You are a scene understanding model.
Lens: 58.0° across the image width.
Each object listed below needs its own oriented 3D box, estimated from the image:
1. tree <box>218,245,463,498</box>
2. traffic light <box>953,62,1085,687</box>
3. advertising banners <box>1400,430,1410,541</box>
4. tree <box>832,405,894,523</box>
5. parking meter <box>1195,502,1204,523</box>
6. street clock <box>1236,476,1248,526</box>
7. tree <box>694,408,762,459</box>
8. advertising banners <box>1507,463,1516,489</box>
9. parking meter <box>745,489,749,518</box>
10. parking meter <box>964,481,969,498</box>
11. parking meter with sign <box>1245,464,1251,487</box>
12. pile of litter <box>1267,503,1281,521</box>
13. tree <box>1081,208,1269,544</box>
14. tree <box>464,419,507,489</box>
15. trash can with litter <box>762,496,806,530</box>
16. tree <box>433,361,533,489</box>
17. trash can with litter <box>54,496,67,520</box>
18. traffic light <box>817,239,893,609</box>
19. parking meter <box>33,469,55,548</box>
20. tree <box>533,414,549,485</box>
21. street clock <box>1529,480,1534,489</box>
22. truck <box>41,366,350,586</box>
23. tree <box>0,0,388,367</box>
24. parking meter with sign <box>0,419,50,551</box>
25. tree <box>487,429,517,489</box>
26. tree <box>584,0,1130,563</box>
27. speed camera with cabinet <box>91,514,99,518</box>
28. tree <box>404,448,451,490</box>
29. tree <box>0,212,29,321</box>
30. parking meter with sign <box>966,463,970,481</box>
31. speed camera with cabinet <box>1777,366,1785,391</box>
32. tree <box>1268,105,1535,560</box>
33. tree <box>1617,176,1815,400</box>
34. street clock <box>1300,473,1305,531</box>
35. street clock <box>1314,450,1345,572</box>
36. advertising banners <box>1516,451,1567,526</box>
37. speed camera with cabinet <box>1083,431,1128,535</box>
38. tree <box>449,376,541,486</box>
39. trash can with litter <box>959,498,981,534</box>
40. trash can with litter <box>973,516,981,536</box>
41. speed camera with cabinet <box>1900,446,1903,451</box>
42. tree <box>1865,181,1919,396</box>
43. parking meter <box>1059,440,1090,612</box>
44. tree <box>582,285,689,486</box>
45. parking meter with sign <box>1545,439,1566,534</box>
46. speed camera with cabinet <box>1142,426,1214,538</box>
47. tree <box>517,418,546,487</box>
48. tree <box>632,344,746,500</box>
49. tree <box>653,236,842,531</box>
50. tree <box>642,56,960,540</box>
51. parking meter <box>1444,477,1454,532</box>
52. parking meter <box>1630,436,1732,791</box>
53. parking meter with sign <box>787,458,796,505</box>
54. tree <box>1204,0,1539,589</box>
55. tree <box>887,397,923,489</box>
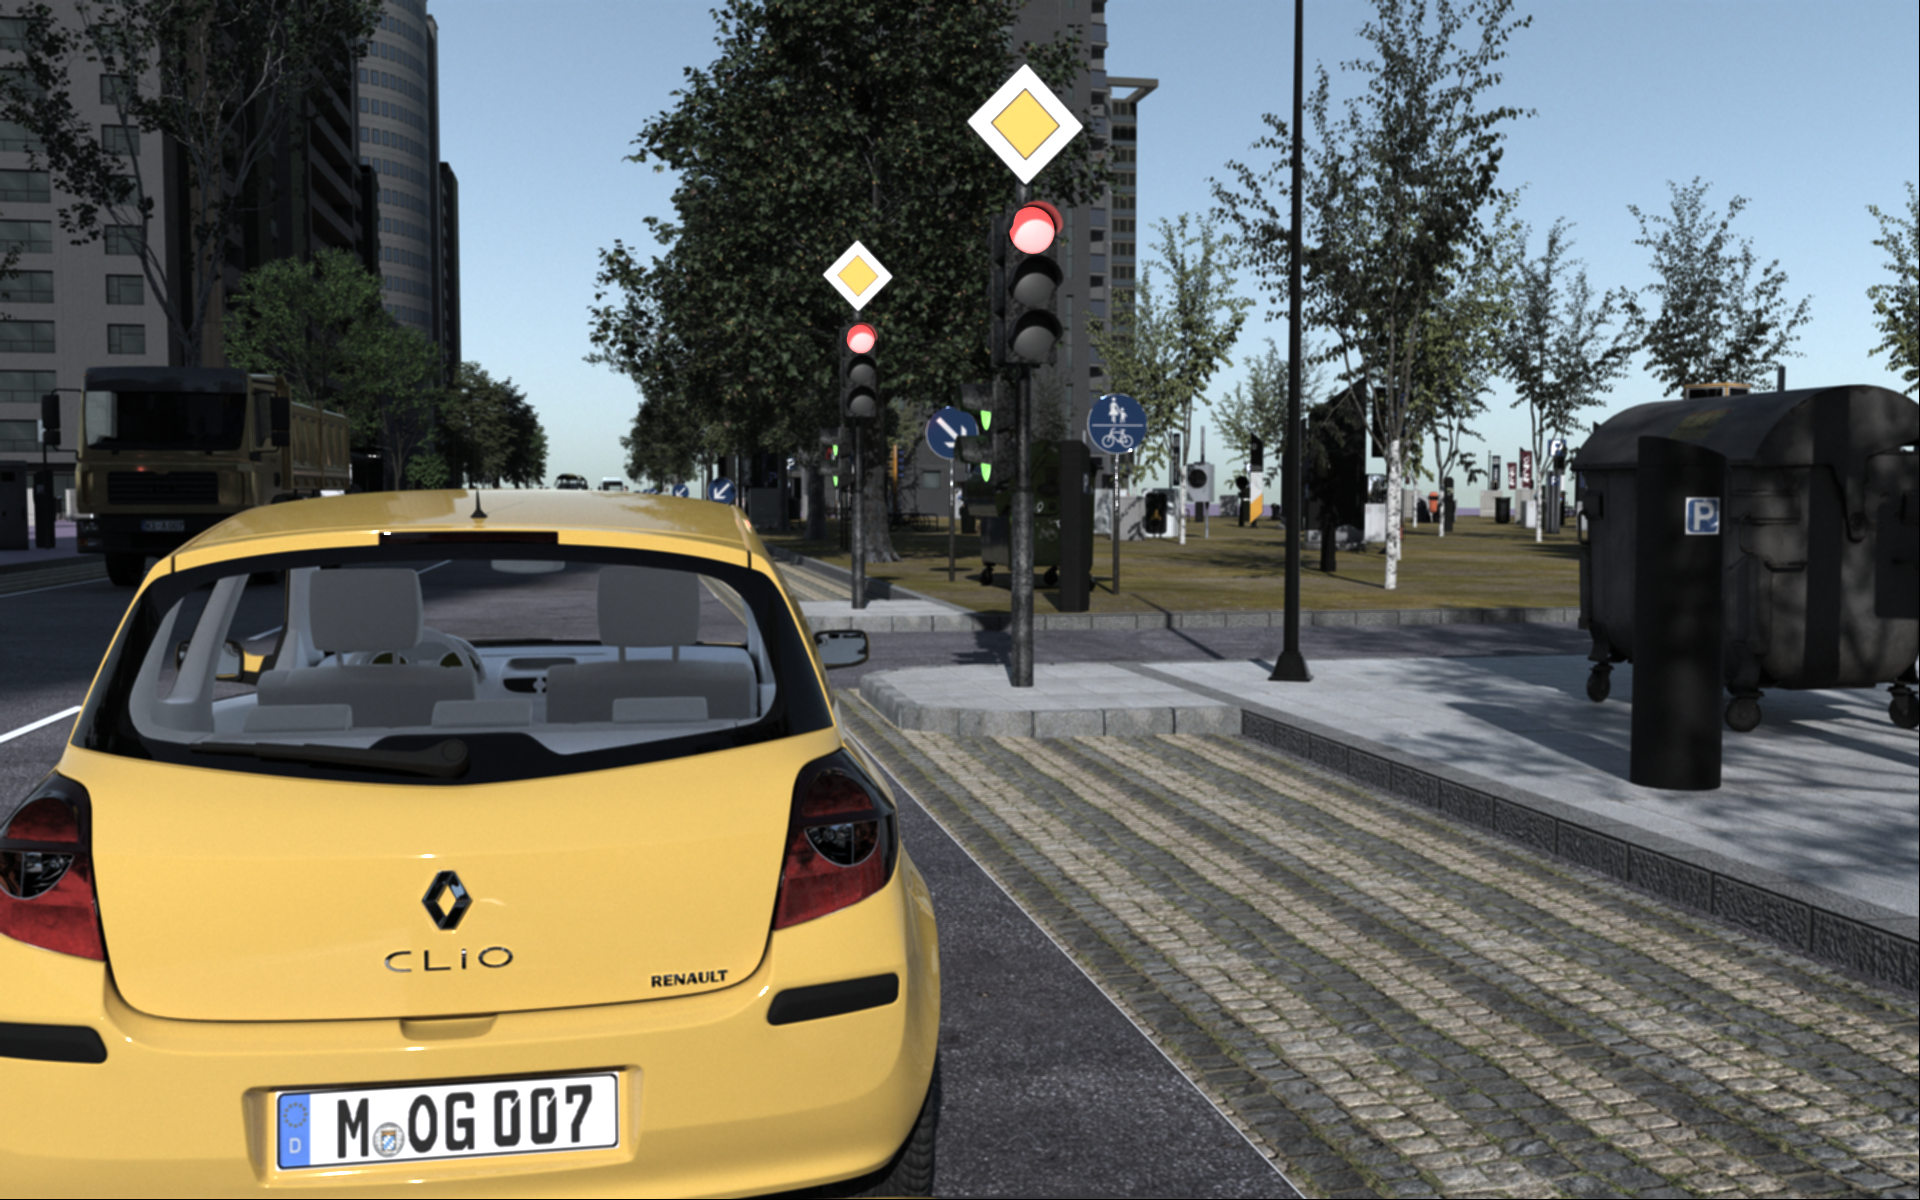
[{"bbox_3d":[-26.683,-8.913,71.483,9.928,11.665,9.643,0,3,0],"label":"tree"},{"bbox_3d":[0.397,-1.378,11.456,0.839,4.253,0.868,-1,4,-11],"label":"traffic light"},{"bbox_3d":[11.895,-3.096,46.800,0.090,3.025,2.074,2,4,30],"label":"advertising banners"},{"bbox_3d":[-5.183,-7.753,77.126,4.360,8.622,3.978,0,3,0],"label":"tree"},{"bbox_3d":[10.786,-4.412,77.851,0.399,1.863,0.255,1,4,15],"label":"parking meter"},{"bbox_3d":[11.299,-3.968,69.449,0.471,2.002,0.358,0,4,-4],"label":"street clock"},{"bbox_3d":[-12.082,-8.576,90.572,4.737,8.622,4.395,0,3,0],"label":"tree"},{"bbox_3d":[31.485,-6.131,96.422,2.074,3.025,0.090,0,4,5],"label":"advertising banners"},{"bbox_3d":[-8.529,-3.774,70.116,0.372,1.533,0.369,0,3,0],"label":"parking meter"},{"bbox_3d":[0.352,-4.349,76.823,0.255,1.863,0.399,2,4,32],"label":"parking meter"},{"bbox_3d":[16.464,-6.222,97.995,0.543,3.016,1.738,0,4,5],"label":"parking meter with sign"},{"bbox_3d":[15.587,-4.308,84.397,1.176,0.858,1.719,0,4,-4],"label":"pile of litter"},{"bbox_3d":[5.531,-5.750,44.383,4.737,8.622,4.395,0,3,0],"label":"tree"},{"bbox_3d":[-43.161,-12.637,156.974,4.360,8.622,3.978,0,3,0],"label":"tree"},{"bbox_3d":[-6.358,-3.146,62.489,2.233,1.210,1.678,-3,5,-41],"label":"trash can with litter"},{"bbox_3d":[-41.416,-14.046,147.771,7.486,12.596,7.792,0,3,0],"label":"tree"},{"bbox_3d":[-44.250,-4.560,85.617,1.678,1.210,2.233,1,4,16],"label":"trash can with litter"},{"bbox_3d":[-1.157,-1.857,19.289,0.839,4.253,0.868,-1,4,-11],"label":"traffic light"},{"bbox_3d":[-21.817,-2.174,41.250,0.399,1.863,0.255,1,4,11],"label":"parking meter"},{"bbox_3d":[-59.659,-19.531,237.461,7.486,12.596,7.792,0,3,0],"label":"tree"},{"bbox_3d":[29.093,-5.121,88.291,0.358,2.002,0.471,1,4,14],"label":"street clock"},{"bbox_3d":[-12.470,-2.049,29.423,3.469,3.379,9.791,-1,4,-10],"label":"truck"},{"bbox_3d":[-23.912,-11.931,50.954,12.611,20.169,13.585,0,3,0],"label":"tree"},{"bbox_3d":[-21.765,-2.649,39.567,0.543,3.016,1.738,3,5,42],"label":"parking meter with sign"},{"bbox_3d":[-32.790,-10.702,100.741,9.928,11.665,9.643,0,3,0],"label":"tree"},{"bbox_3d":[-1.626,-7.050,32.273,9.611,12.733,9.660,0,3,0],"label":"tree"},{"bbox_3d":[-33.184,-4.518,68.203,2.038,3.252,0.660,1,4,8],"label":"speed camera with cabinet"},{"bbox_3d":[-37.478,-8.465,122.116,4.285,4.588,4.351,0,3,0],"label":"tree"},{"bbox_3d":[-18.571,-4.845,29.578,4.737,8.622,4.395,0,3,0],"label":"tree"},{"bbox_3d":[1.249,-6.120,96.329,1.738,3.016,0.543,1,4,16],"label":"parking meter with sign"},{"bbox_3d":[13.284,-2.022,27.388,2.038,3.252,0.660,-2,4,-24],"label":"speed camera with cabinet"},{"bbox_3d":[8.779,-5.090,33.582,4.737,8.622,4.395,0,3,0],"label":"tree"},{"bbox_3d":[17.240,-5.487,40.070,4.360,8.622,3.978,0,3,0],"label":"tree"},{"bbox_3d":[11.712,-3.362,59.536,0.358,2.002,0.471,-1,4,-12],"label":"street clock"},{"bbox_3d":[6.085,-1.469,28.586,0.358,2.002,0.471,-3,5,-40],"label":"street clock"},{"bbox_3d":[23.722,-4.542,70.444,2.074,3.025,0.090,-1,4,-9],"label":"advertising banners"},{"bbox_3d":[4.335,-3.686,54.609,2.038,3.252,0.660,-2,4,-34],"label":"speed camera with cabinet"},{"bbox_3d":[-49.988,-17.115,186.491,9.857,13.997,8.962,0,3,0],"label":"tree"},{"bbox_3d":[0.500,-2.693,55.422,1.055,1.170,0.624,2,4,30],"label":"trash can with litter"},{"bbox_3d":[1.631,-2.586,53.332,2.233,1.210,1.678,3,4,37],"label":"trash can with litter"},{"bbox_3d":[31.103,-3.939,58.745,2.038,3.252,0.660,2,4,31],"label":"speed camera with cabinet"},{"bbox_3d":[22.978,-5.500,40.295,4.737,8.622,4.395,0,3,0],"label":"tree"},{"bbox_3d":[1.254,-0.807,18.912,0.255,1.863,0.399,1,4,20],"label":"parking meter"},{"bbox_3d":[-26.465,-18.141,152.494,12.611,20.169,13.585,0,3,0],"label":"tree"},{"bbox_3d":[19.214,-3.656,56.043,0.543,3.016,1.738,1,4,14],"label":"parking meter with sign"},{"bbox_3d":[6.344,-3.432,50.442,2.038,3.252,0.660,2,4,25],"label":"speed camera with cabinet"},{"bbox_3d":[-58.519,-18.463,227.623,9.928,11.665,9.643,0,3,0],"label":"tree"},{"bbox_3d":[-14.620,-10.088,99.347,8.767,10.594,7.601,0,4,-6],"label":"tree"},{"bbox_3d":[-6.408,-8.613,58.957,7.486,12.596,7.792,0,3,0],"label":"tree"},{"bbox_3d":[-4.109,-8.694,48.797,9.857,13.997,8.962,0,3,0],"label":"tree"},{"bbox_3d":[16.683,-3.269,59.153,0.255,1.863,0.399,0,4,3],"label":"parking meter"},{"bbox_3d":[3.166,0.048,7.622,0.372,1.533,0.369,0,3,0],"label":"parking meter"},{"bbox_3d":[-8.471,-5.438,85.172,0.543,3.016,1.738,-1,4,-15],"label":"parking meter with sign"},{"bbox_3d":[5.741,-4.471,23.470,4.360,8.622,3.978,0,3,0],"label":"tree"},{"bbox_3d":[-4.140,-8.734,93.169,4.737,8.622,4.395,0,3,0],"label":"tree"}]
